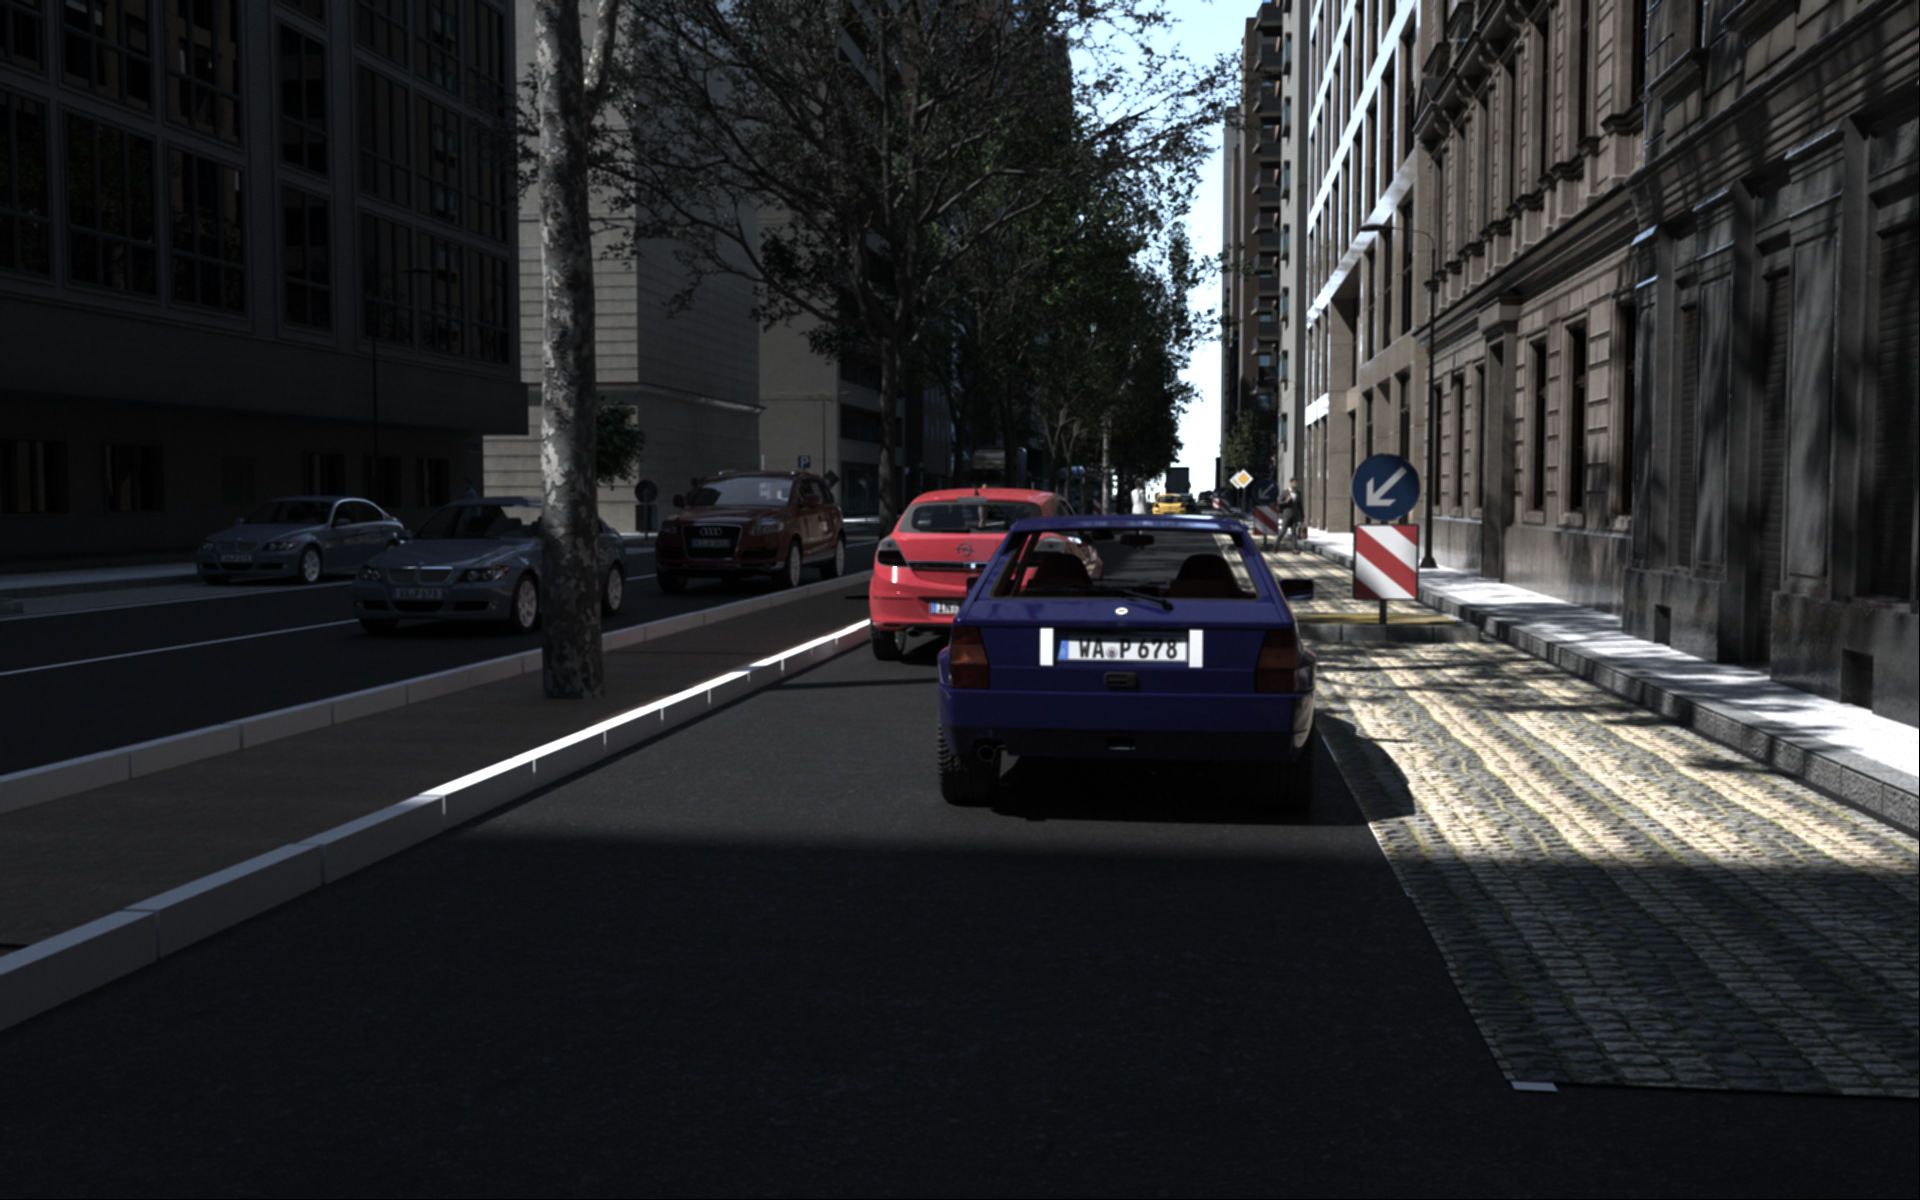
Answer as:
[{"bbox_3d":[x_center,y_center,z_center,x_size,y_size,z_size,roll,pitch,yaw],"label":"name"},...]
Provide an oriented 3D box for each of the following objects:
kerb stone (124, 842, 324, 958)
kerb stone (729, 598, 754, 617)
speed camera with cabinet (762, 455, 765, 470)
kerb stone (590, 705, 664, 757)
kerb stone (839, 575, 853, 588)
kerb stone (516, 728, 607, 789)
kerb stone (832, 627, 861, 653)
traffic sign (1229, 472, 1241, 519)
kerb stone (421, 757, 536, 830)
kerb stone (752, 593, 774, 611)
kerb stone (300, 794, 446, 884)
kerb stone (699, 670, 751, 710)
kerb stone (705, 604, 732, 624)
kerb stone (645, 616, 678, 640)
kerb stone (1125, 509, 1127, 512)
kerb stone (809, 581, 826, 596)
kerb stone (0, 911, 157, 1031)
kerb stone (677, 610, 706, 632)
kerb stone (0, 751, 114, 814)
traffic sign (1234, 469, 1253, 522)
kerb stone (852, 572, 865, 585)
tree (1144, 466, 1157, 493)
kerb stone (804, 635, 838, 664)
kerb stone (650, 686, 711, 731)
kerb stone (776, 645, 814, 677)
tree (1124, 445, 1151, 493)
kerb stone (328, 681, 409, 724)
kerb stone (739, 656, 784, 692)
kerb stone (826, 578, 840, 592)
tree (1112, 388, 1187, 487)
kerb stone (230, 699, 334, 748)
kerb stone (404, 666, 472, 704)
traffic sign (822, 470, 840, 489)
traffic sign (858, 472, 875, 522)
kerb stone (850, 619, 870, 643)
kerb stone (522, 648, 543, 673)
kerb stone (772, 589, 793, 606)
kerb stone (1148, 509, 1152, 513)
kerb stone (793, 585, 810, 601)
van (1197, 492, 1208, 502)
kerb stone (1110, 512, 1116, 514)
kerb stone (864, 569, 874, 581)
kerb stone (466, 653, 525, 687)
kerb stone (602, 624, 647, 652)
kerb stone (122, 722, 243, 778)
[{"bbox_3d":[-2.463,1.000,5.848,0.120,0.150,1.000,0,4,8],"label":"kerb stone"},{"bbox_3d":[-2.639,0.112,20.362,0.120,0.150,1.000,0,4,8],"label":"kerb stone"},{"bbox_3d":[-9.234,-5.714,87.751,2.038,3.252,0.660,0,4,7],"label":"speed camera with cabinet"},{"bbox_3d":[-1.920,0.751,9.918,0.120,0.150,1.000,0,4,8],"label":"kerb stone"},{"bbox_3d":[-1.823,-0.261,26.462,0.120,0.150,1.000,0,4,8],"label":"kerb stone"},{"bbox_3d":[-2.052,0.813,8.898,0.120,0.150,1.000,0,4,8],"label":"kerb stone"},{"bbox_3d":[-1.095,0.383,16.032,0.120,0.150,1.000,0,4,8],"label":"kerb stone"},{"bbox_3d":[12.362,-4.489,77.039,0.795,2.450,0.064,0,4,8],"label":"traffic sign"},{"bbox_3d":[-2.187,0.875,7.882,0.120,0.150,1.000,0,4,8],"label":"kerb stone"},{"bbox_3d":[-2.509,0.053,21.376,0.120,0.150,1.000,0,4,8],"label":"kerb stone"},{"bbox_3d":[-2.319,0.940,6.862,0.120,0.150,1.000,0,4,8],"label":"kerb stone"},{"bbox_3d":[-1.648,0.628,11.966,0.120,0.150,1.000,0,4,8],"label":"kerb stone"},{"bbox_3d":[-2.768,0.178,19.348,0.120,0.150,1.000,0,4,8],"label":"kerb stone"},{"bbox_3d":[-3.045,0.299,17.311,0.120,0.150,1.000,0,4,8],"label":"kerb stone"},{"bbox_3d":[14.506,-7.752,148.932,0.120,0.150,1.000,0,4,8],"label":"kerb stone"},{"bbox_3d":[-2.093,-0.137,24.429,0.120,0.150,1.000,0,4,8],"label":"kerb stone"},{"bbox_3d":[-2.592,1.062,4.827,0.120,0.150,1.000,0,4,8],"label":"kerb stone"},{"bbox_3d":[-2.913,0.237,18.327,0.120,0.150,1.000,0,4,8],"label":"kerb stone"},{"bbox_3d":[-4.269,0.859,8.149,0.120,0.150,1.000,0,4,8],"label":"kerb stone"},{"bbox_3d":[11.306,-4.005,69.123,0.795,2.450,0.064,0,4,8],"label":"traffic sign"},{"bbox_3d":[-1.696,-0.318,27.477,0.120,0.150,1.000,0,4,8],"label":"kerb stone"},{"bbox_3d":[9.890,-9.401,106.531,4.360,8.622,3.978,0,3,0],"label":"tree"},{"bbox_3d":[-1.236,0.439,15.018,0.120,0.150,1.000,0,4,8],"label":"kerb stone"},{"bbox_3d":[-1.783,0.691,10.938,0.120,0.150,1.000,0,4,8],"label":"kerb stone"},{"bbox_3d":[-1.369,0.501,14.003,0.120,0.150,1.000,0,4,8],"label":"kerb stone"},{"bbox_3d":[14.877,-11.621,142.815,4.737,8.622,4.395,0,3,0],"label":"tree"},{"bbox_3d":[-3.861,0.673,11.199,0.120,0.150,1.000,0,4,8],"label":"kerb stone"},{"bbox_3d":[-1.513,0.564,12.979,0.120,0.150,1.000,0,4,8],"label":"kerb stone"},{"bbox_3d":[-1.960,-0.199,25.445,0.120,0.150,1.000,0,4,8],"label":"kerb stone"},{"bbox_3d":[15.595,-13.975,149.068,7.486,12.596,7.792,0,3,0],"label":"tree"},{"bbox_3d":[-4.000,0.735,10.186,0.120,0.150,1.000,0,4,8],"label":"kerb stone"},{"bbox_3d":[-3.724,0.610,12.219,0.120,0.150,1.000,0,4,8],"label":"kerb stone"},{"bbox_3d":[-5.338,-4.141,71.355,0.795,2.450,0.064,0,4,8],"label":"traffic sign"},{"bbox_3d":[-4.283,-4.626,79.271,0.795,2.450,0.064,0,4,8],"label":"traffic sign"},{"bbox_3d":[-0.966,0.315,17.049,0.120,0.150,1.000,0,4,8],"label":"kerb stone"},{"bbox_3d":[-3.454,0.486,14.252,0.120,0.150,1.000,0,4,8],"label":"kerb stone"},{"bbox_3d":[-2.368,-0.012,22.388,0.120,0.150,1.000,0,4,8],"label":"kerb stone"},{"bbox_3d":[15.776,-7.362,142.571,0.120,0.150,1.000,0,4,8],"label":"kerb stone"},{"bbox_3d":[-2.237,-0.071,23.416,0.120,0.150,1.000,0,4,8],"label":"kerb stone"},{"bbox_3d":[40.942,-17.434,292.048,2.013,2.044,4.112,0,4,7],"label":"van"},{"bbox_3d":[10.712,-6.012,120.490,0.120,0.150,1.000,0,4,8],"label":"kerb stone"},{"bbox_3d":[-1.561,-0.385,28.490,0.120,0.150,1.000,0,4,8],"label":"kerb stone"},{"bbox_3d":[-3.596,0.548,13.237,0.120,0.150,1.000,0,4,8],"label":"kerb stone"},{"bbox_3d":[-3.182,0.364,16.293,0.120,0.150,1.000,0,4,8],"label":"kerb stone"},{"bbox_3d":[-4.139,0.799,9.163,0.120,0.150,1.000,0,4,8],"label":"kerb stone"}]
